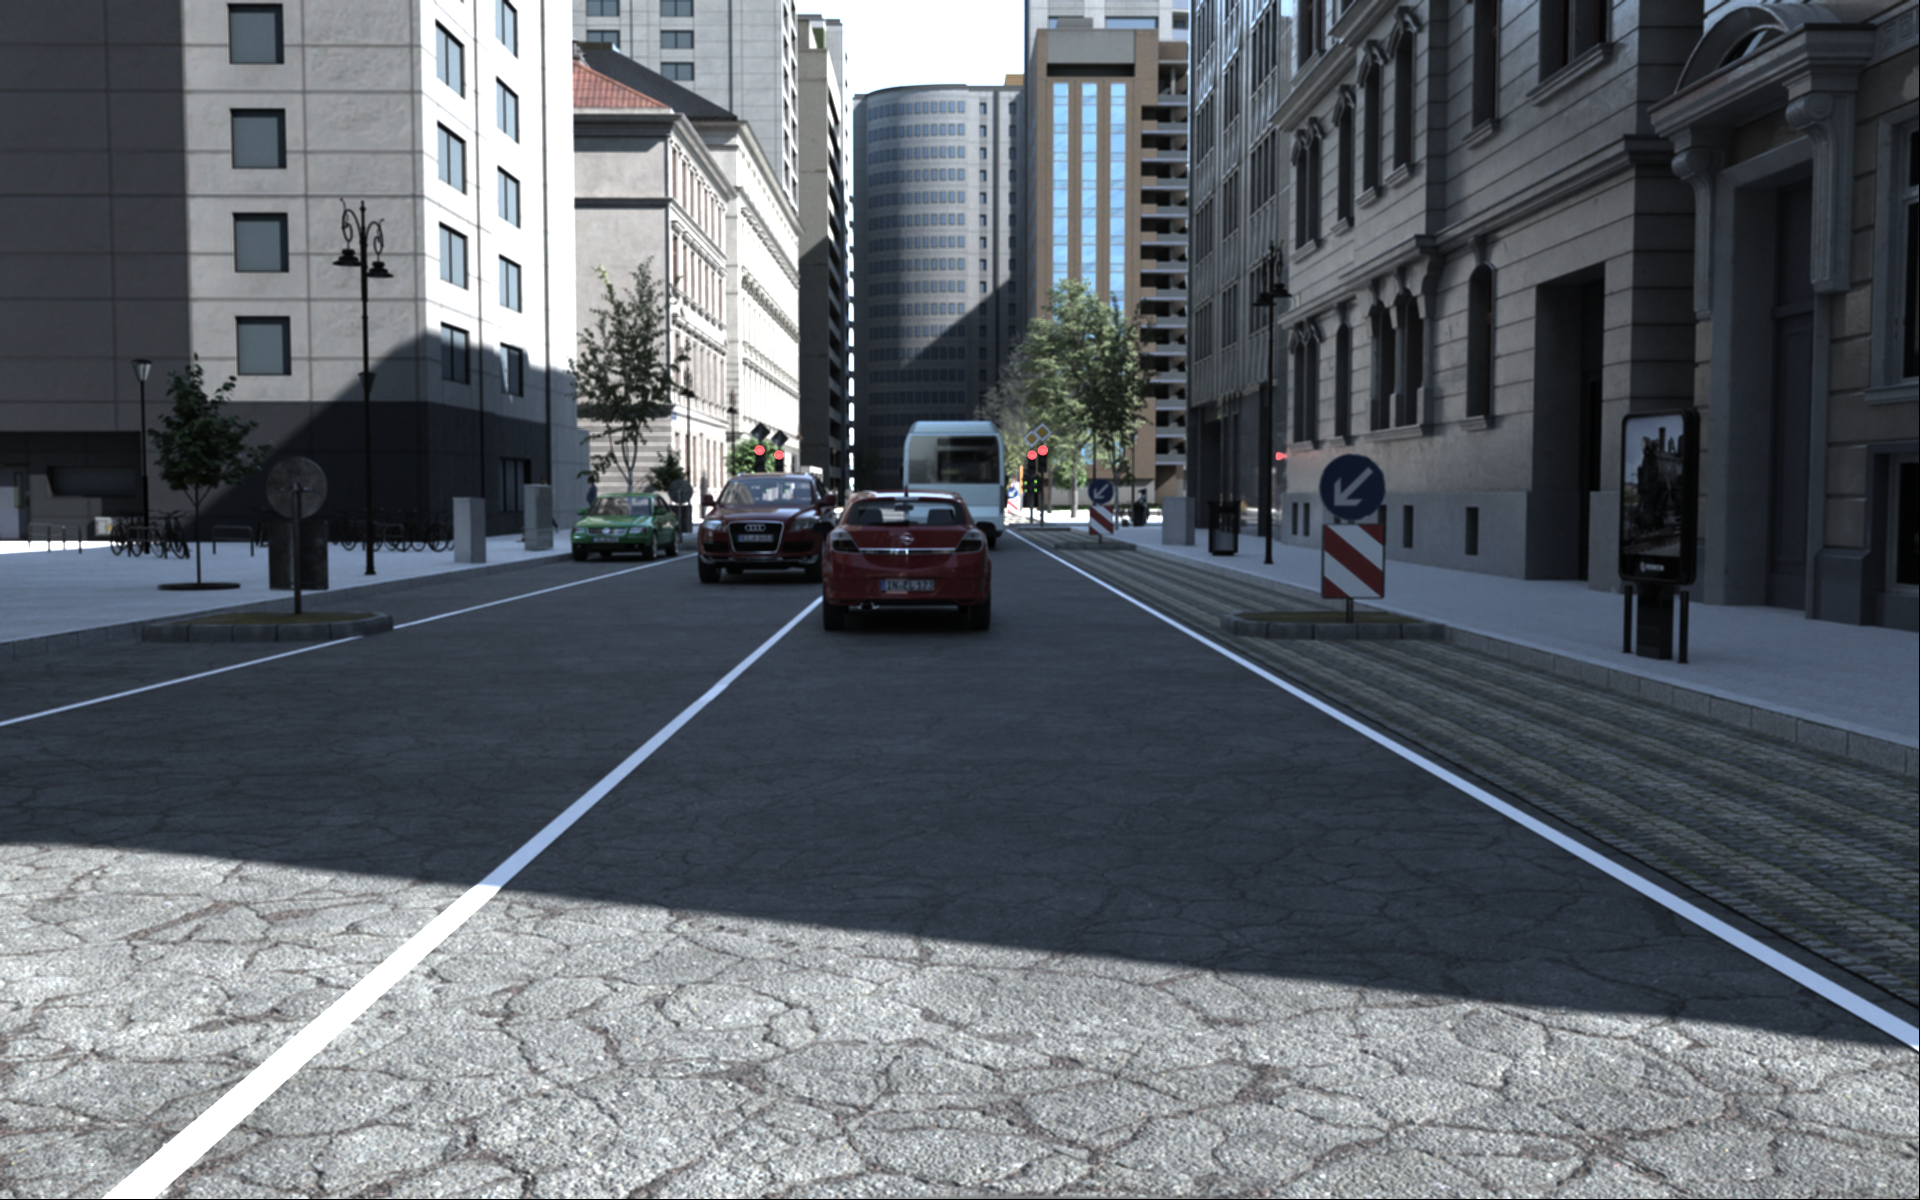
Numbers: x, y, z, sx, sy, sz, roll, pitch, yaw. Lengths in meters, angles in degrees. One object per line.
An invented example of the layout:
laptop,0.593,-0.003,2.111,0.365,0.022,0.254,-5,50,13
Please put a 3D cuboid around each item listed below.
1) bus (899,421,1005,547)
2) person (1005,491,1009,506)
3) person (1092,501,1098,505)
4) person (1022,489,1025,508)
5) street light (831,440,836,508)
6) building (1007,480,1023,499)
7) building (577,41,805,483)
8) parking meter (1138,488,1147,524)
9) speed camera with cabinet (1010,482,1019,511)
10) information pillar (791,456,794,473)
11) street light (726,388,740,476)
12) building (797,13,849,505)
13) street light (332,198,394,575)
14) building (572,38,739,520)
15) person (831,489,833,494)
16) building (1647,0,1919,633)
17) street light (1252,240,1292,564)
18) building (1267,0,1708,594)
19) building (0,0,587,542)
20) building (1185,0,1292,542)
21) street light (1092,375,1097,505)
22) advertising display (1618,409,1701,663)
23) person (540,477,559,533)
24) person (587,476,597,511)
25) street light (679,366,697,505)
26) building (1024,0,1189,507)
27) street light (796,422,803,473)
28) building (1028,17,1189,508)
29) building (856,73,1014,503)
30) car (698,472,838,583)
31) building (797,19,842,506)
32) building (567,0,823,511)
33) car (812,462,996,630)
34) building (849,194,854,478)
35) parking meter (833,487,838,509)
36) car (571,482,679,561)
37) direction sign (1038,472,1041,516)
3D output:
bus,-0.331,-3.391,50.299,2.948,3.499,13.247,0,4,-2
person,4.808,-10.957,185.750,0.990,1.755,0.434,-1,4,-23
person,9.882,-7.378,126.473,0.655,1.846,0.447,0,4,2
person,5.695,-9.478,160.868,0.599,1.838,0.709,2,4,33
street light,-10.560,-10.567,145.552,0.468,5.910,1.993,0,4,-1
building,22.149,-31.862,212.818,32.217,40.220,23.993,0,4,-1
building,-20.823,-21.062,120.782,17.030,29.872,44.131,0,4,-1
parking meter,7.889,-4.068,74.919,0.372,1.533,0.369,0,3,0
speed camera with cabinet,4.304,-8.503,133.365,0.660,3.252,2.038,0,4,-7
information pillar,-10.211,-7.005,105.880,0.183,3.616,0.504,0,4,4
street light,-9.920,-6.299,75.784,0.468,5.910,1.993,0,4,-1
building,-27.799,-40.973,211.915,28.212,58.520,21.231,0,4,-1
street light,-9.402,-3.342,27.436,0.468,5.910,1.993,0,4,-1
building,-18.146,-15.376,87.555,11.583,22.565,21.152,0,4,-1
person,-11.473,-9.231,157.424,0.568,1.767,0.683,3,5,42
building,15.019,-13.733,10.432,13.634,28.700,20.117,0,4,-1
street light,5.683,-3.604,31.720,0.468,5.910,1.993,0,4,-1
building,14.553,-14.989,32.463,14.401,28.519,23.554,0,4,-1
building,-24.406,-37.669,54.144,20.611,71.187,20.563,0,4,-1
building,14.574,-14.465,54.526,12.078,24.808,19.932,0,4,-1
street light,5.231,-5.784,67.359,0.468,5.910,1.993,0,4,-1
advertising display,5.442,-0.508,13.522,0.123,1.923,0.974,0,4,-7
person,-13.423,-3.085,56.328,0.661,1.843,0.795,2,4,30
person,-10.973,-2.808,51.973,0.654,1.822,0.581,0,4,-2
street light,-9.783,-5.484,62.457,0.468,5.910,1.993,0,4,-1
building,17.264,-39.370,185.692,21.231,58.520,28.212,0,4,-1
street light,-10.228,-8.427,110.576,0.468,5.910,1.993,0,4,-1
building,13.785,-31.485,164.892,14.600,45.320,14.200,0,4,-1
building,-0.976,-43.053,245.917,28.212,58.520,21.231,0,4,-1
car,-3.208,-1.287,29.724,2.281,1.827,5.304,0,3,0
building,-23.784,-34.137,181.849,21.300,48.544,21.600,0,4,-1
building,-23.380,-44.122,159.639,20.563,71.187,20.611,0,4,-1
car,-0.630,-0.656,19.761,2.155,1.783,4.494,0,4,-3
building,-30.389,-38.372,246.983,30.456,49.044,23.786,0,4,-1
parking meter,-10.703,-8.754,148.841,0.255,1.863,0.399,-3,4,-37
car,-7.424,-1.824,38.616,1.959,1.807,4.718,0,4,0
direction sign,4.680,-6.613,100.116,0.379,3.537,0.876,1,4,20
